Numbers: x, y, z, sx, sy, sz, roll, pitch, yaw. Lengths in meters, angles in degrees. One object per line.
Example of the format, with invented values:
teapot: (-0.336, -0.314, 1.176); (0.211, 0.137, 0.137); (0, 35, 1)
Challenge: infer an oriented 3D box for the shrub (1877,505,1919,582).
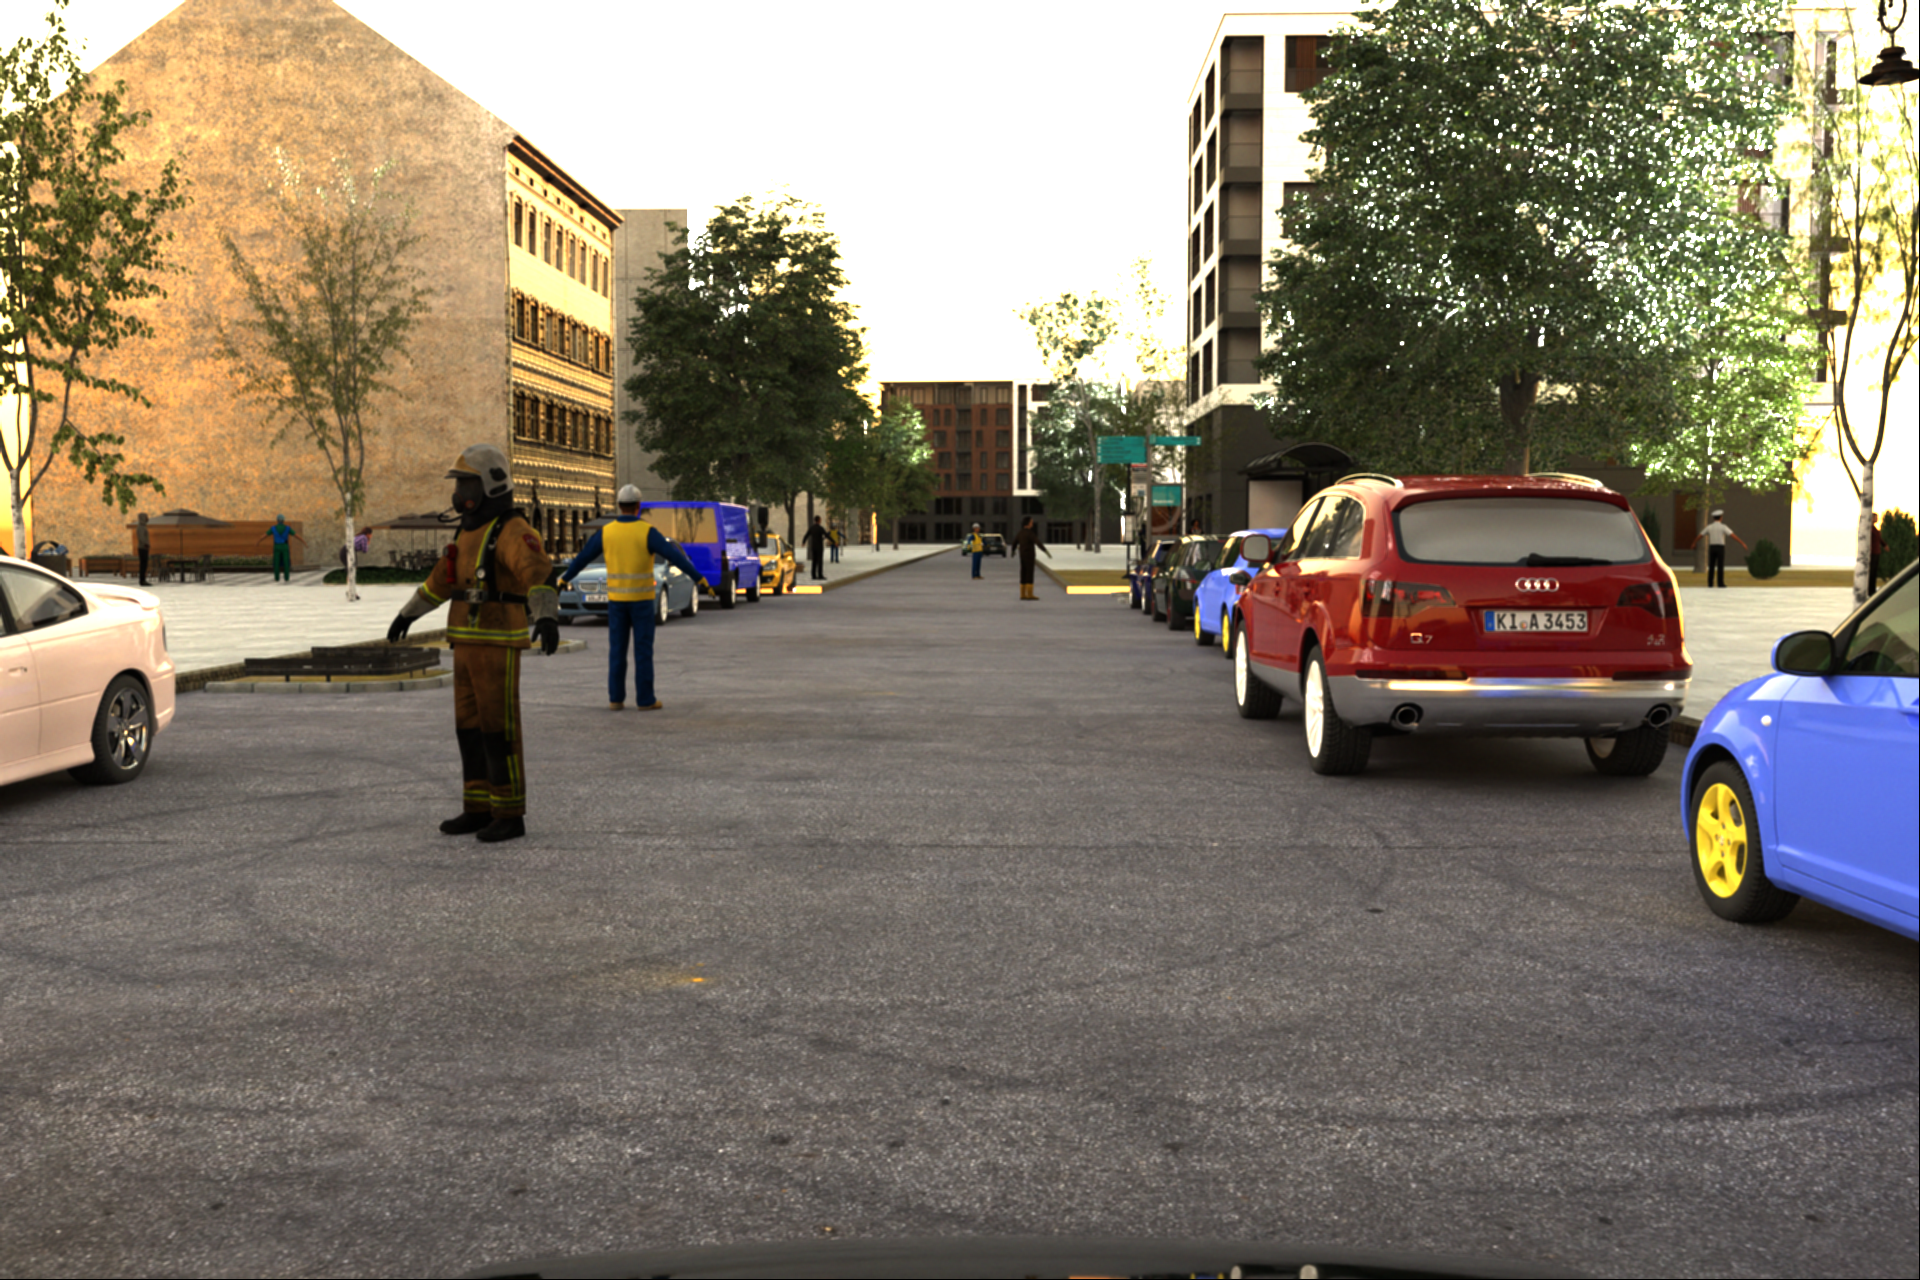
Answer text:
shrub: (25.185, -2.607, 46.671); (1.661, 2.075, 1.752); (0, 3, 0)

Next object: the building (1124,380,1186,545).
building: (29.141, -20.807, 206.649); (16.747, 18.905, 31.486); (0, 4, 1)

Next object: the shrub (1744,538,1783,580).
shrub: (22.688, -2.311, 48.896); (1.383, 1.207, 1.383); (0, 3, 0)

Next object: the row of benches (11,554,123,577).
row of benches: (-26.996, -2.205, 51.519); (4.104, 0.672, 1.422); (-3, 5, -43)

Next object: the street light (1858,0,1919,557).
street light: (7.195, -2.448, 12.814); (0.468, 5.910, 1.993); (0, 4, 2)

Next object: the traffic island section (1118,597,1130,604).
traffic island section: (4.313, -0.815, 36.191); (1.991, 0.108, 1.994); (0, 4, 2)

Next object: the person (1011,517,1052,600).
person: (1.493, -1.781, 37.708); (0.704, 1.812, 1.346); (-3, 4, -36)

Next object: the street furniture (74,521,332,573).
street furniture: (-26.827, -3.209, 59.326); (9.812, 1.723, 11.010); (-1, 4, -9)

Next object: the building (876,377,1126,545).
building: (6.262, -24.004, 238.898); (32.646, 21.610, 27.936); (0, 4, 6)

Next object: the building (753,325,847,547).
building: (-21.678, -21.064, 175.319); (19.493, 23.208, 18.063); (0, 4, 2)

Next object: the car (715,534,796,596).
car: (-4.957, -1.917, 41.571); (2.015, 1.641, 3.980); (0, 4, 1)

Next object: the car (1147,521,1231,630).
car: (3.981, -1.062, 27.152); (2.009, 1.686, 4.222); (0, 4, 1)

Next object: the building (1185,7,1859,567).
building: (24.721, -14.694, 84.220); (27.936, 21.610, 32.646); (0, 4, 2)

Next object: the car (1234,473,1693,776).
car: (3.148, -0.193, 11.826); (2.281, 1.827, 5.304); (0, 4, 1)

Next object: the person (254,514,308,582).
person: (-18.283, -2.479, 46.654); (1.347, 1.817, 0.704); (-1, 4, -20)

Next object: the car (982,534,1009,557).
car: (2.017, -5.970, 107.403); (2.009, 1.686, 4.222); (0, 4, 1)

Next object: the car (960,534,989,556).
car: (1.076, -6.326, 115.220); (2.131, 1.459, 4.920); (0, 4, 2)

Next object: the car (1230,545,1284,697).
car: (3.662, -0.418, 16.626); (2.009, 1.686, 4.222); (0, 4, 2)

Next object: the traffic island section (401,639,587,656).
traffic island section: (-5.694, 0.096, 21.293); (1.991, 0.108, 1.994); (0, 4, 2)

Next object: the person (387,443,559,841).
person: (-2.261, 0.002, 8.194); (1.354, 1.858, 0.705); (3, 5, 42)

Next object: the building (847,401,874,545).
building: (-20.518, -22.988, 206.790); (19.493, 23.208, 18.063); (0, 4, 2)

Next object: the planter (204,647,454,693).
planter: (-5.822, 0.278, 16.601); (1.991, 0.319, 1.994); (0, 4, 1)

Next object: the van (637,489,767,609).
van: (-5.212, -1.863, 34.840); (2.240, 2.365, 5.245); (0, 4, 1)

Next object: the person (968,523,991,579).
person: (0.598, -2.829, 55.169); (0.721, 1.772, 1.216); (2, 4, 35)

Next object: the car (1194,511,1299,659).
car: (3.877, -0.709, 21.187); (1.945, 1.707, 3.694); (0, 3, 0)

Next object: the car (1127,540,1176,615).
car: (4.126, -1.198, 32.175); (1.945, 1.354, 3.894); (0, 4, 0)

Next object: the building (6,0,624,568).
building: (-26.068, -14.897, 74.496); (19.493, 23.208, 18.063); (0, 4, 1)

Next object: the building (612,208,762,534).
building: (-22.927, -14.903, 110.117); (16.747, 18.905, 31.486); (0, 4, 1)

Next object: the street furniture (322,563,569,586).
street furniture: (-11.507, -1.877, 46.314); (10.072, 0.657, 5.734); (-1, 4, -9)

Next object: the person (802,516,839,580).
person: (-3.994, -2.606, 48.829); (1.346, 1.802, 0.704); (3, 4, 38)

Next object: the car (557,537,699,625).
car: (-5.473, -1.024, 28.741); (2.014, 1.417, 4.499); (0, 4, 1)

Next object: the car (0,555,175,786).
car: (-5.734, 0.227, 8.654); (2.083, 1.381, 4.827); (0, 4, 1)

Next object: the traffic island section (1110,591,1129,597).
traffic island section: (4.461, -1.039, 39.853); (1.991, 0.108, 1.994); (0, 4, 2)

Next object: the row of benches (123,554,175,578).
row of benches: (-24.396, -2.246, 52.181); (1.422, 0.672, 4.104); (-1, 4, -13)

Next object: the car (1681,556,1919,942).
car: (3.649, 0.261, 5.319); (1.945, 1.707, 3.694); (0, 3, 0)

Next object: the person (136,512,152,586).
person: (-20.147, -2.243, 42.803); (0.705, 1.813, 1.348); (-2, 4, -24)
